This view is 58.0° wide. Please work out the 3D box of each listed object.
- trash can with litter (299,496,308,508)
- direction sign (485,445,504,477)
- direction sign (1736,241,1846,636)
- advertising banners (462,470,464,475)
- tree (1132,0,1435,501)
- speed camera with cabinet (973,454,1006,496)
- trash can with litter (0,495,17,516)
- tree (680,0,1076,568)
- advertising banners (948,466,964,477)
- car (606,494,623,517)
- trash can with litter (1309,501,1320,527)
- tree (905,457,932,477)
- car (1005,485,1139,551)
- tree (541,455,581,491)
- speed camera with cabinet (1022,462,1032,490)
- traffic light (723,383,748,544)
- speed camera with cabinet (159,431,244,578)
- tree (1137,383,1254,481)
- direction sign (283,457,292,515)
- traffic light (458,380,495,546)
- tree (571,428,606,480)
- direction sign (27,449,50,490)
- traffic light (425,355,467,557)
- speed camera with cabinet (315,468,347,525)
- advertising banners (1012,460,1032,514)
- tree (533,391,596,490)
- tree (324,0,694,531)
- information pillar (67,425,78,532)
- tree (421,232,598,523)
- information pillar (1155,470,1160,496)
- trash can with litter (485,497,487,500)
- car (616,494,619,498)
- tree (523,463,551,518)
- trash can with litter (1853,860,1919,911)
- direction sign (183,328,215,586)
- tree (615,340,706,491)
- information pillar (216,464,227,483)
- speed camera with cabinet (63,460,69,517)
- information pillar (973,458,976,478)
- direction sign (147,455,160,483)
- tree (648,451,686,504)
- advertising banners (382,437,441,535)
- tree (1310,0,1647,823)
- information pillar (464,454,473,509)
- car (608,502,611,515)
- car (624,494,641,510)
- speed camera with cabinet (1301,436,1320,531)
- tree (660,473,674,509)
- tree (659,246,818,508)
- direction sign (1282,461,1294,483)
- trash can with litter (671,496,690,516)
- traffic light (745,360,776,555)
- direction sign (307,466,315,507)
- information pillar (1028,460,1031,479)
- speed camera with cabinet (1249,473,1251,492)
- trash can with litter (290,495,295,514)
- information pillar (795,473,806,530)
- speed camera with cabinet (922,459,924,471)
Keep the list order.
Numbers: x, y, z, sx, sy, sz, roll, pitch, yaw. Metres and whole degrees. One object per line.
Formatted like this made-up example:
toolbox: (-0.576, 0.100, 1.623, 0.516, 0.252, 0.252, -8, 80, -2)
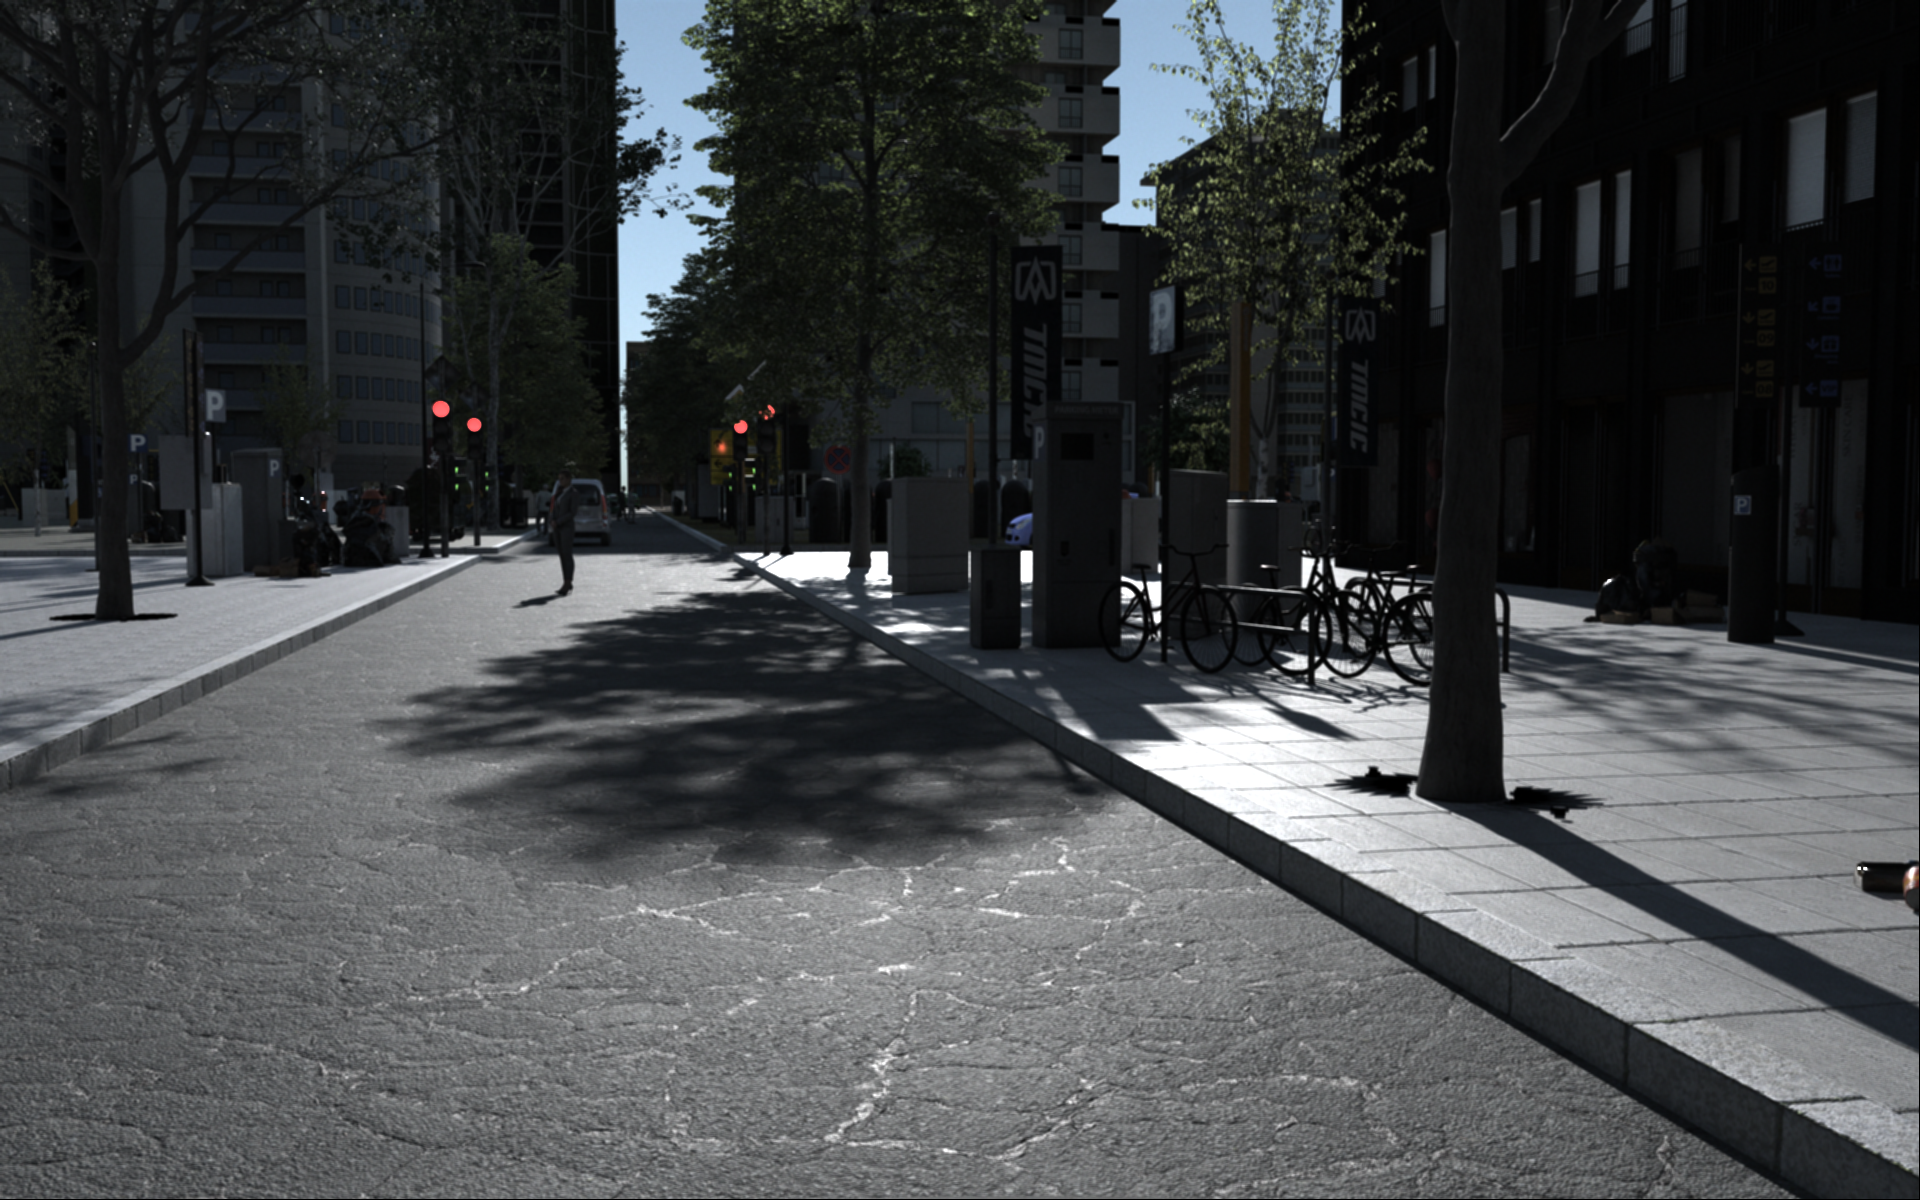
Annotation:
trash can with litter: (-34.305, -4.868, 90.984, 1.055, 1.170, 0.624, 1, 4, 9)
direction sign: (-21.614, -5.414, 80.520, 0.876, 3.537, 0.379, 0, 4, 6)
direction sign: (7.492, -1.449, 15.685, 0.876, 3.537, 0.379, 1, 4, 12)
advertising banners: (-32.782, -7.123, 112.652, 2.074, 3.025, 0.090, 3, 5, 42)
tree: (4.157, -4.460, 23.290, 4.360, 8.622, 3.978, 0, 3, 0)
speed camera with cabinet: (1.252, -5.613, 86.104, 2.038, 3.252, 0.660, 2, 4, 28)
trash can with litter: (-55.868, -5.543, 101.691, 1.678, 1.210, 2.233, 3, 4, 37)
tree: (-1.452, -6.862, 30.314, 7.486, 12.596, 7.792, 0, 3, 0)
advertising banners: (-0.496, -6.797, 107.314, 2.074, 3.025, 0.090, 3, 5, 42)
car: (-22.263, -5.961, 109.267, 2.131, 1.459, 4.920, -1, 4, -13)
trash can with litter: (13.674, -3.287, 65.130, 1.055, 1.170, 0.624, 0, 4, 7)
tree: (-2.214, -5.939, 91.697, 1.663, 3.219, 1.824, 0, 3, 0)
car: (2.981, -2.058, 43.238, 3.694, 1.707, 1.945, -1, 4, -11)
tree: (-30.798, -9.117, 132.771, 4.285, 4.588, 4.351, 0, 3, 0)
speed camera with cabinet: (4.619, -6.806, 105.610, 0.660, 3.252, 2.038, -2, 4, -34)
traffic light: (-5.606, -3.372, 44.058, 0.839, 4.253, 0.868, -1, 4, -11)
speed camera with cabinet: (-11.571, -1.962, 26.413, 0.660, 3.252, 2.038, 0, 4, -5)
tree: (6.977, -4.125, 51.161, 4.285, 4.588, 4.351, 0, 3, 0)
direction sign: (-40.968, -6.946, 105.557, 0.379, 3.537, 0.876, 1, 4, 8)
traffic light: (-11.945, -3.296, 42.808, 0.839, 4.253, 0.868, -1, 4, -11)
tree: (-39.350, -14.085, 180.651, 4.360, 8.622, 3.978, 0, 3, 0)
direction sign: (-46.224, -5.800, 86.825, 0.876, 3.537, 0.379, -2, 4, -29)
traffic light: (-10.413, -2.816, 34.971, 0.839, 4.253, 0.868, -1, 4, -11)
speed camera with cabinet: (-26.567, -4.822, 73.169, 0.660, 3.252, 2.038, -3, 5, -43)
advertising banners: (2.194, -3.961, 60.952, 0.090, 3.025, 2.074, 2, 4, 24)
tree: (-26.900, -10.157, 116.431, 4.737, 8.622, 4.395, 0, 3, 0)
tree: (-15.875, -12.566, 61.346, 12.611, 20.169, 13.585, 0, 3, 0)
information pillar: (-30.243, -4.147, 59.150, 0.183, 3.616, 0.504, 1, 4, 18)
tree: (-19.567, -9.653, 75.960, 7.486, 12.596, 7.792, 0, 3, 0)
information pillar: (12.961, -7.488, 113.788, 0.183, 3.616, 0.504, 2, 4, 34)
trash can with litter: (-19.808, -3.795, 73.436, 0.624, 1.170, 1.055, -1, 4, -23)
car: (-35.390, -10.030, 175.789, 2.131, 1.459, 4.920, -1, 4, -10)
tree: (-22.480, -5.960, 92.055, 1.663, 3.219, 1.824, 0, 3, 0)
trash can with litter: (3.793, 0.343, 5.451, 2.233, 1.210, 1.678, -1, 4, -12)
direction sign: (-10.661, -1.969, 24.189, 0.379, 3.537, 0.876, -1, 4, -9)
tree: (-22.263, -14.046, 136.306, 9.857, 13.997, 8.962, 0, 3, 0)
information pillar: (-18.340, -2.349, 42.893, 0.304, 2.012, 0.304, 0, 4, -5)
speed camera with cabinet: (-50.965, -6.363, 98.373, 0.660, 3.252, 2.038, 1, 4, 10)
information pillar: (0.835, -7.333, 111.250, 0.183, 3.616, 0.504, 3, 5, 44)
direction sign: (-47.106, -6.695, 101.453, 0.876, 3.537, 0.379, 0, 4, -4)
tree: (-29.728, -13.680, 174.025, 4.360, 8.622, 3.978, 0, 3, 0)
advertising banners: (-16.978, -3.511, 53.601, 2.074, 3.025, 0.090, 0, 4, 2)
tree: (2.252, -5.913, 7.043, 12.009, 13.543, 11.850, 0, 3, 0)
information pillar: (-26.189, -6.177, 92.341, 0.504, 3.616, 0.183, 1, 4, 19)
car: (-18.176, -4.502, 85.606, 2.014, 1.417, 4.499, -1, 4, -13)
car: (-30.269, -9.174, 158.791, 1.959, 1.807, 4.718, -1, 4, -11)
speed camera with cabinet: (12.633, -3.955, 58.998, 2.038, 3.252, 0.660, 3, 5, 43)
tree: (-24.535, -9.365, 147.715, 1.663, 3.219, 1.824, 0, 3, 0)
tree: (-5.748, -6.075, 49.688, 4.737, 8.622, 4.395, 0, 3, 0)
direction sign: (22.517, -7.766, 118.977, 0.876, 3.537, 0.379, -1, 4, -12)
trash can with litter: (-16.220, -5.470, 100.818, 1.055, 1.170, 0.624, -2, 4, -30)
traffic light: (-4.074, -2.893, 36.221, 0.839, 4.253, 0.868, -1, 4, -11)
direction sign: (-31.424, -5.631, 84.070, 0.379, 3.537, 0.876, 1, 4, 10)
information pillar: (4.459, -7.344, 111.435, 0.183, 3.616, 0.504, -1, 4, -15)
speed camera with cabinet: (11.743, -4.737, 71.781, 0.660, 3.252, 2.038, 1, 4, 9)
trash can with litter: (-42.504, -6.139, 111.426, 2.233, 1.210, 1.678, 1, 4, 18)
information pillar: (-5.660, -3.481, 61.412, 0.304, 2.012, 0.304, 1, 4, 14)
speed camera with cabinet: (-2.796, -6.354, 98.228, 2.038, 3.252, 0.660, 2, 4, 26)
